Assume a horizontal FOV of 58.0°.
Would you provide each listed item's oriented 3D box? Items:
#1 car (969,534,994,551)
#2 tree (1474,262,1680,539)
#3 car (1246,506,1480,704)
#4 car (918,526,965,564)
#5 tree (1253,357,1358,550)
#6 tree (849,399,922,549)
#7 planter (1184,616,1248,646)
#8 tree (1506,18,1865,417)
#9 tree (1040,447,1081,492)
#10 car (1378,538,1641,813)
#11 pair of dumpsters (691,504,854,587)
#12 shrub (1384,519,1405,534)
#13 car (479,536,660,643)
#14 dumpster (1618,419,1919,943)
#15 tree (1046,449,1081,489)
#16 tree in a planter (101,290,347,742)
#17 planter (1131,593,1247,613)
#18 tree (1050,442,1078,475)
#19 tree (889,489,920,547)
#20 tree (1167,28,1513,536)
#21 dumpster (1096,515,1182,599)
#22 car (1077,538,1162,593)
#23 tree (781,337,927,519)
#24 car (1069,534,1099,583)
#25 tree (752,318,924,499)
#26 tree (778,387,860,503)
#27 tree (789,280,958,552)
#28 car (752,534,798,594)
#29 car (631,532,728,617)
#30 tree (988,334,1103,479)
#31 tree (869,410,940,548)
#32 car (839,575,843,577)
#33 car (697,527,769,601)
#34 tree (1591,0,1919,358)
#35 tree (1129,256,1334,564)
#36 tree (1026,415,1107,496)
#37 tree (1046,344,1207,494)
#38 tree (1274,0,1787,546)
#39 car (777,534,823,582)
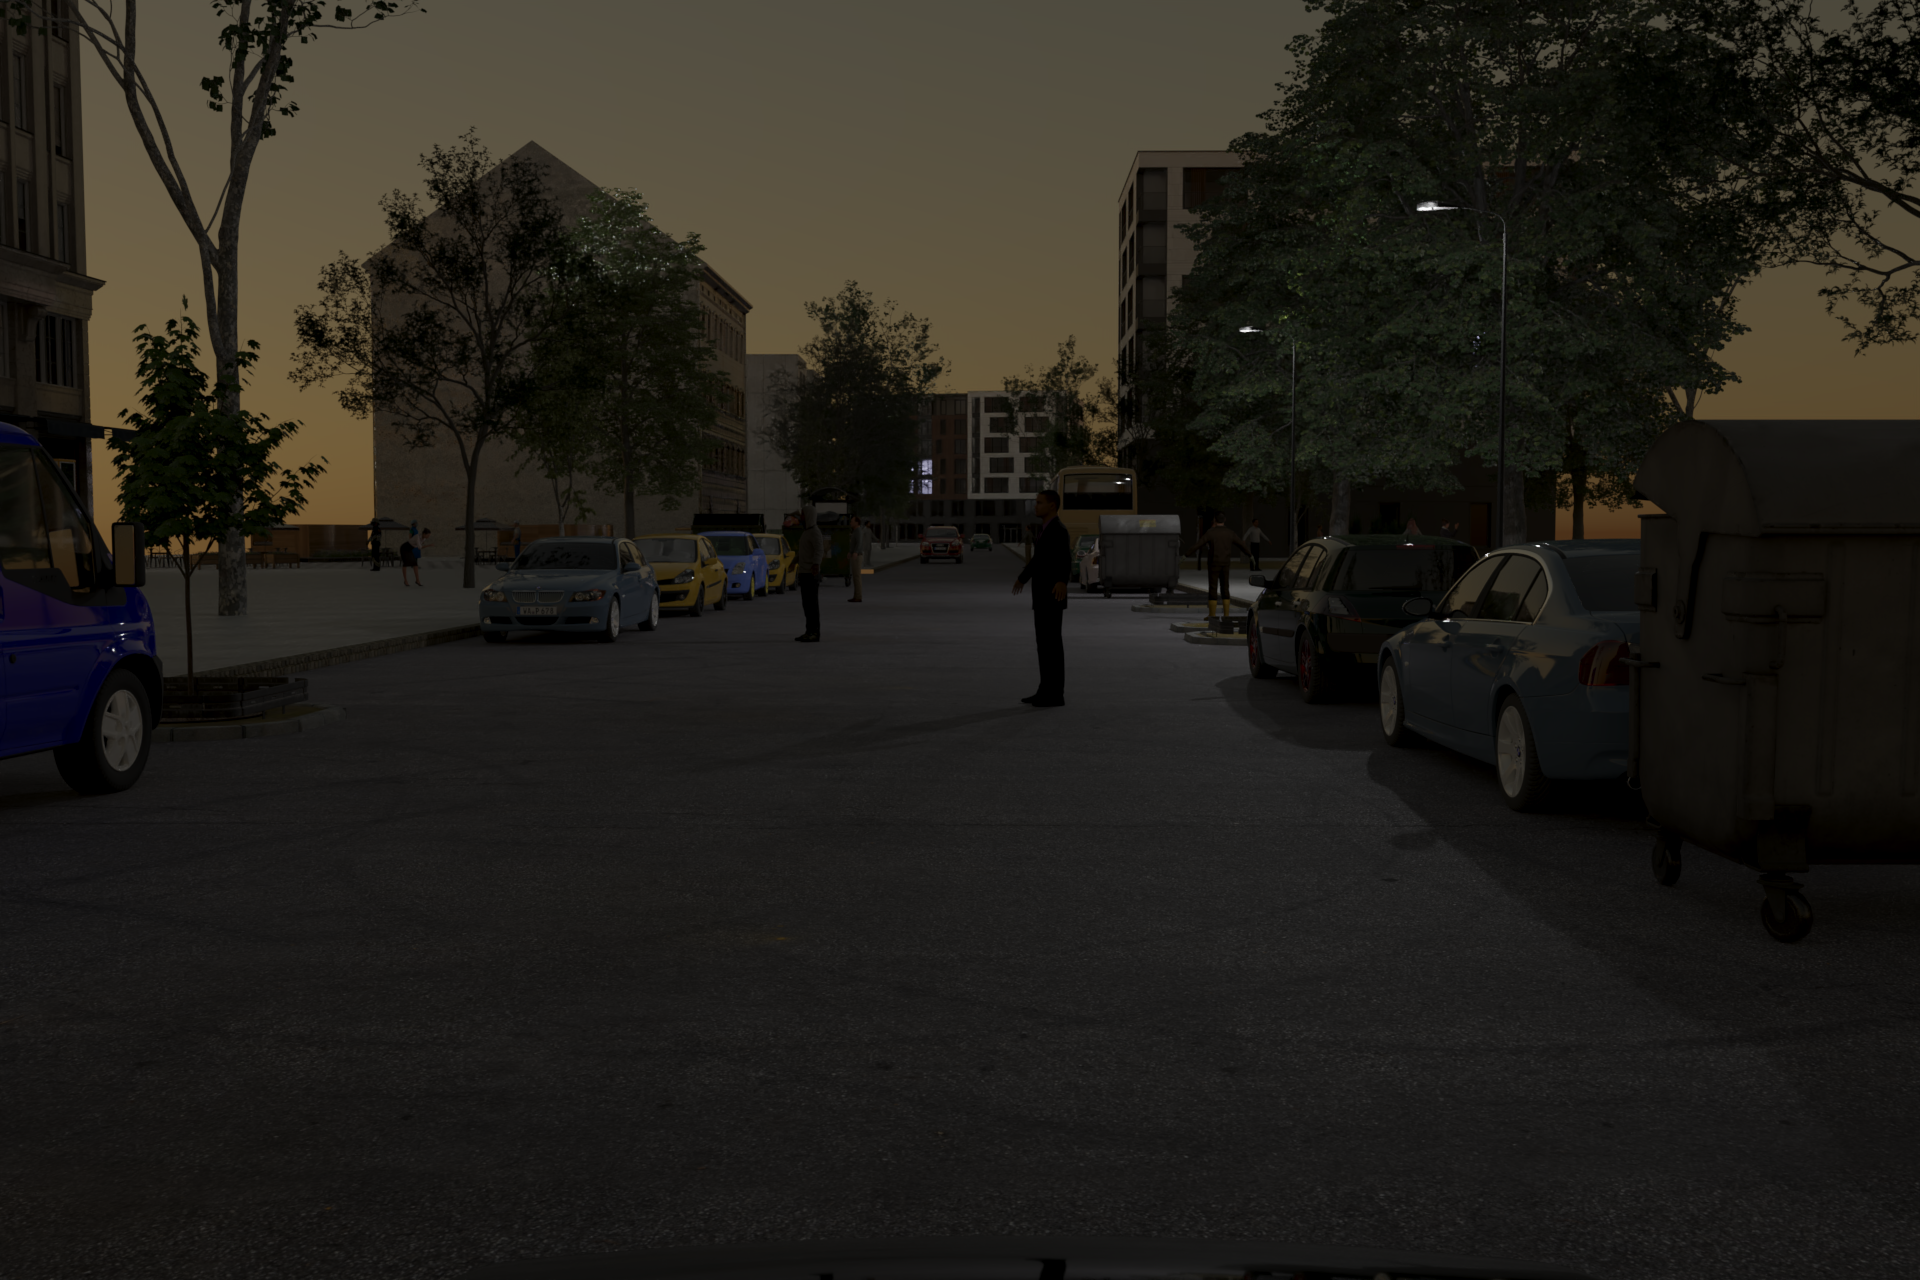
[{"bbox_3d":[1.782,-8.189,145.691,2.131,1.459,4.920,0,4,0],"label":"car"},{"bbox_3d":[28.139,-10.534,78.893,9.857,13.997,8.962,0,3,0],"label":"tree"},{"bbox_3d":[3.755,-0.379,15.983,2.009,1.686,4.222,0,3,0],"label":"car"},{"bbox_3d":[-0.882,-4.679,85.181,2.281,1.827,5.304,0,4,1],"label":"car"},{"bbox_3d":[12.562,-7.008,64.940,4.360,8.622,3.978,0,3,0],"label":"tree"},{"bbox_3d":[-6.668,-13.822,144.110,7.486,12.596,7.792,0,3,0],"label":"tree"},{"bbox_3d":[4.038,-0.124,23.166,1.991,0.319,1.994,0,4,1],"label":"planter"},{"bbox_3d":[25.938,-12.796,65.107,12.611,20.169,13.585,0,3,0],"label":"tree"},{"bbox_3d":[8.699,-11.498,138.360,4.360,8.622,3.978,0,3,0],"label":"tree"},{"bbox_3d":[3.728,0.111,10.183,2.014,1.417,4.499,0,4,1],"label":"car"},{"bbox_3d":[-5.081,-2.587,47.242,4.436,2.255,1.574,0,4,1],"label":"pair of dumpsters"},{"bbox_3d":[20.297,-4.667,80.730,1.690,2.028,1.600,0,3,0],"label":"shrub"},{"bbox_3d":[-5.396,-0.759,24.417,2.014,1.417,4.499,0,4,1],"label":"car"},{"bbox_3d":[3.593,0.103,6.532,1.865,1.857,1.264,0,4,0],"label":"dumpster"},{"bbox_3d":[8.583,-11.906,145.027,4.360,8.622,3.978,0,3,0],"label":"tree"},{"bbox_3d":[-5.754,-0.956,12.855,1.991,3.239,1.994,0,4,1],"label":"tree in a planter"},{"bbox_3d":[4.227,-0.688,32.390,1.991,0.319,1.994,0,4,1],"label":"planter"},{"bbox_3d":[8.724,-11.048,130.999,4.737,8.622,4.395,0,3,0],"label":"tree"},{"bbox_3d":[-6.344,-13.356,168.732,4.360,8.622,3.978,0,3,0],"label":"tree"},{"bbox_3d":[10.110,-8.489,45.449,9.857,13.997,8.962,0,3,0],"label":"tree"},{"bbox_3d":[4.011,-1.879,38.934,1.865,1.857,1.264,0,4,1],"label":"dumpster"},{"bbox_3d":[4.019,-1.908,43.563,2.083,1.381,4.827,0,4,1],"label":"car"},{"bbox_3d":[-7.015,-12.600,112.667,9.857,13.997,8.962,0,3,0],"label":"tree"},{"bbox_3d":[4.155,-2.491,52.528,2.131,1.459,4.920,0,3,0],"label":"car"},{"bbox_3d":[-7.063,-11.493,98.279,12.009,13.543,11.850,0,3,0],"label":"tree"},{"bbox_3d":[-7.244,-8.359,87.030,4.360,8.622,3.978,0,3,0],"label":"tree"},{"bbox_3d":[-6.545,-16.609,127.447,12.611,20.169,13.585,0,3,0],"label":"tree"},{"bbox_3d":[-4.992,-1.975,42.508,2.015,1.641,3.980,0,4,1],"label":"car"},{"bbox_3d":[-5.277,-1.281,31.164,2.015,1.641,3.980,0,4,1],"label":"car"},{"bbox_3d":[8.974,-19.005,166.628,12.611,20.169,13.585,0,3,0],"label":"tree"},{"bbox_3d":[-6.607,-15.233,159.429,12.009,13.543,11.850,0,3,0],"label":"tree"},{"bbox_3d":[-4.632,-3.057,58.786,1.959,1.807,4.718,0,4,1],"label":"car"},{"bbox_3d":[-5.268,-1.764,38.427,1.945,1.707,3.694,0,4,1],"label":"car"},{"bbox_3d":[10.025,-5.022,16.516,8.767,10.594,7.601,3,4,38],"label":"tree"},{"bbox_3d":[12.448,-10.309,75.211,9.857,13.997,8.962,0,3,0],"label":"tree"},{"bbox_3d":[9.379,-13.869,152.520,9.928,11.665,9.643,0,3,0],"label":"tree"},{"bbox_3d":[8.354,-9.279,86.129,8.767,10.594,7.601,1,4,10],"label":"tree"},{"bbox_3d":[10.261,-7.672,32.088,9.857,13.997,8.962,0,3,0],"label":"tree"},{"bbox_3d":[-4.955,-2.472,50.198,2.009,1.686,4.222,0,4,1],"label":"car"}]
